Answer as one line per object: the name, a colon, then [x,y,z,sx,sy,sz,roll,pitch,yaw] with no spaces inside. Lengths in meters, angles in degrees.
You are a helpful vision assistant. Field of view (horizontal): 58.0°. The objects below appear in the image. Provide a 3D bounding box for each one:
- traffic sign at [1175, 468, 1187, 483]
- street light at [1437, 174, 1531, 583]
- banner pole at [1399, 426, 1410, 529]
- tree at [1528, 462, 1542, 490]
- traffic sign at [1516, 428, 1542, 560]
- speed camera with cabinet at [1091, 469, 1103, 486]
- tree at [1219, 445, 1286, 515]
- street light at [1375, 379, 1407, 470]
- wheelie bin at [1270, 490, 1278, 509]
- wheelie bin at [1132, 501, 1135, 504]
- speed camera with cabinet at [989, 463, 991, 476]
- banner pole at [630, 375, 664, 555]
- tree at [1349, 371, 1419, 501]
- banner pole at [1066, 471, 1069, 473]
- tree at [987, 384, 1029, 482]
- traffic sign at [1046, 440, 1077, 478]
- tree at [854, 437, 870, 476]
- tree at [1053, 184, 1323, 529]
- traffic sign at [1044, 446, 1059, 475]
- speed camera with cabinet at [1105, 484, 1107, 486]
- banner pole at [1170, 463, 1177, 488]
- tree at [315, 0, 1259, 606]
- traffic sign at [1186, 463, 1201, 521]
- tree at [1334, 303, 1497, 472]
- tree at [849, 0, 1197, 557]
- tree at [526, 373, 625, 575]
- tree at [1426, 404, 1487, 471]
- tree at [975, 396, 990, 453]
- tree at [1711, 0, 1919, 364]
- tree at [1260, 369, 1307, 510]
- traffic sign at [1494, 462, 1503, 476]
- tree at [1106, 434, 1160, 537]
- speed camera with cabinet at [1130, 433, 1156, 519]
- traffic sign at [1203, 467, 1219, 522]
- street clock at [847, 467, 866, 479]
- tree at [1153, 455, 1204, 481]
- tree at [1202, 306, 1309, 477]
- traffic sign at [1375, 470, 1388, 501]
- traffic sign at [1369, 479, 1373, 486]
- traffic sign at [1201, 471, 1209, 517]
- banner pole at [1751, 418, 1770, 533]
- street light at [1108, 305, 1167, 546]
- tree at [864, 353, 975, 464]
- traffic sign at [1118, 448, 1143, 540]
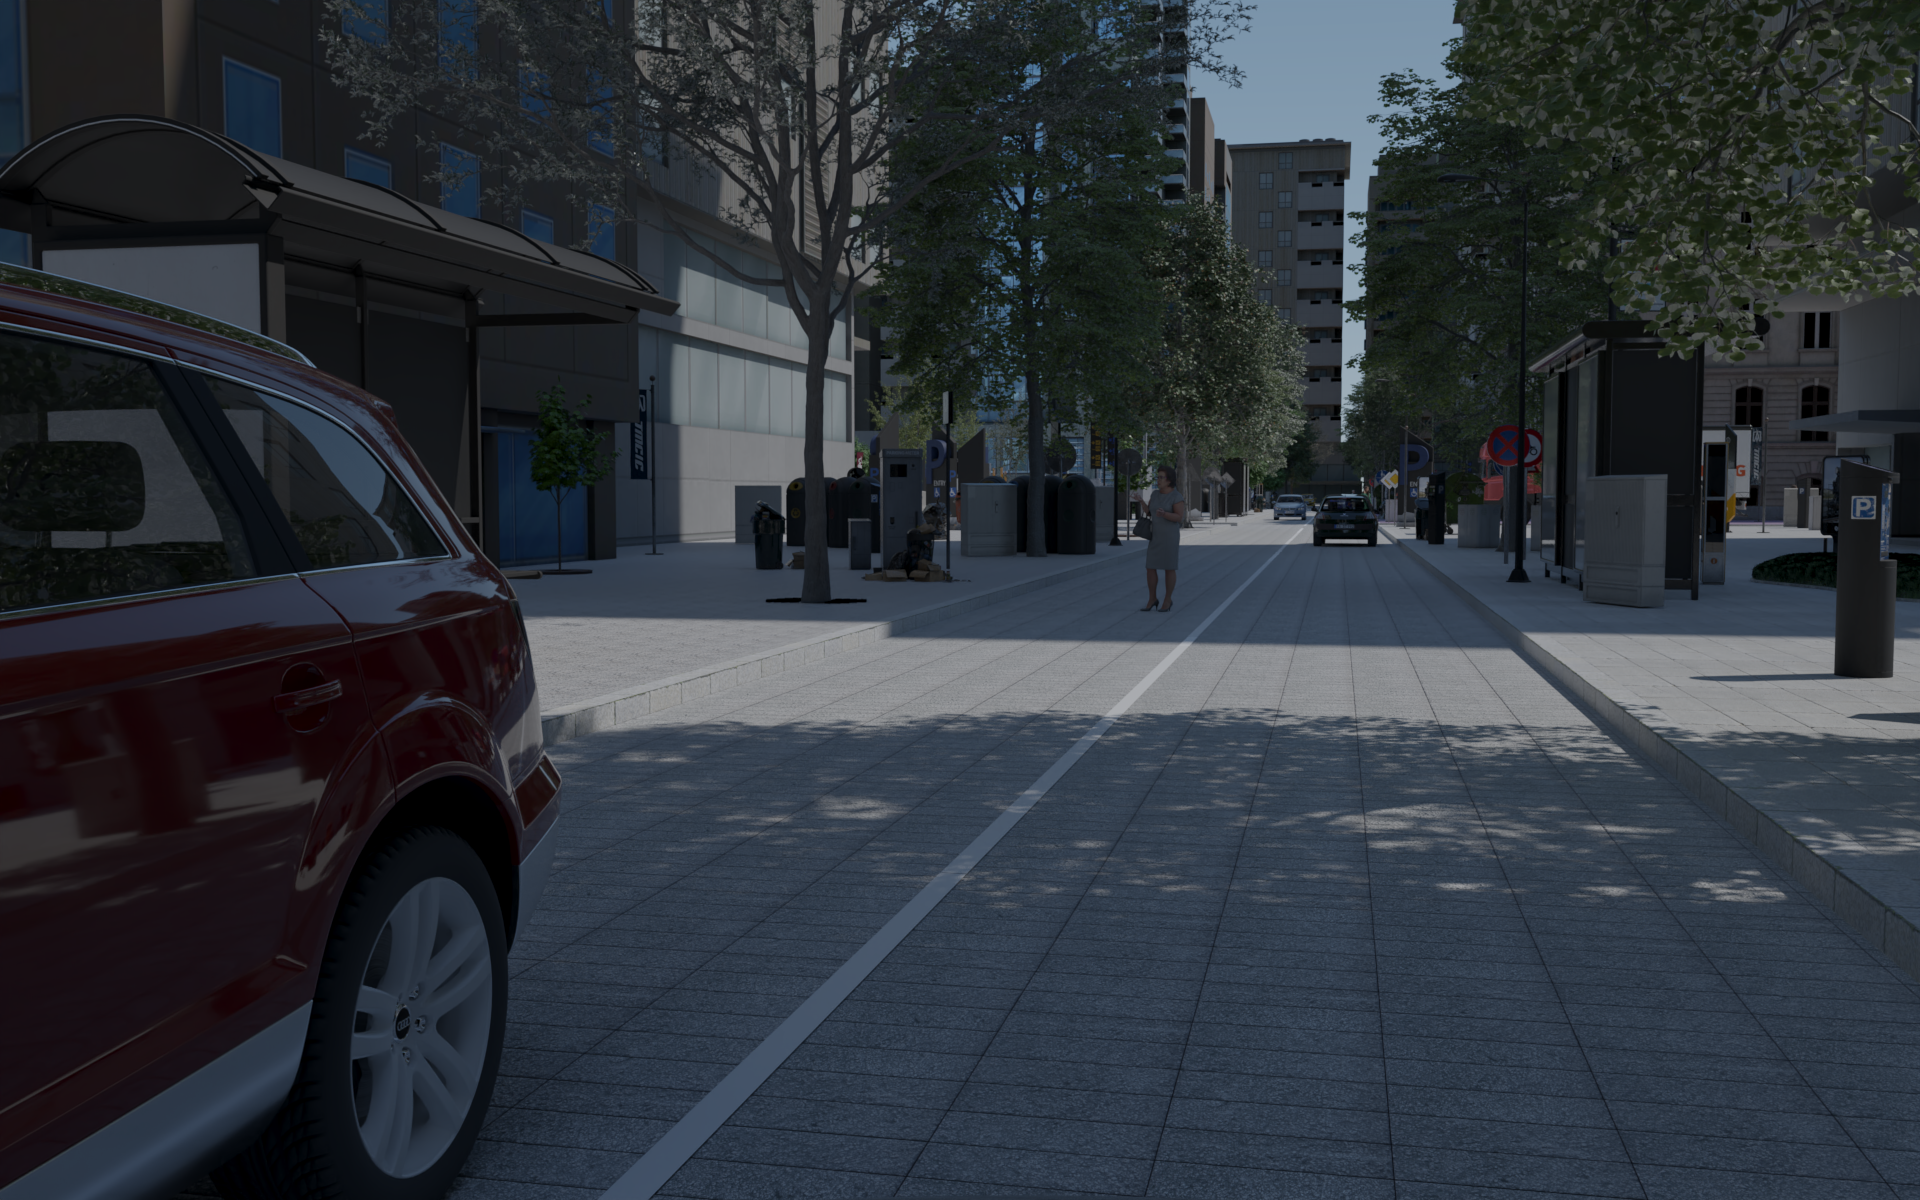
traffic sign: [10.006,-4.869,79.615,0.884,2.594,0.081,1,4,16]
street light: [7.610,-3.219,25.171,1.470,5.913,1.316,1,4,12]
banner pole: [16.439,-4.520,63.920,0.401,3.779,0.863,1,4,13]
tree: [23.091,-4.459,67.503,1.663,3.219,1.824,0,3,0]
traffic sign: [10.978,-2.052,33.649,0.768,2.556,0.104,1,4,15]
speed camera with cabinet: [8.175,-6.756,104.800,0.660,3.252,2.038,1,4,8]
tree: [17.439,-7.544,107.056,4.285,4.588,4.351,0,3,0]
street light: [17.458,-5.959,69.967,1.470,5.913,1.316,1,4,12]
wheelie bin: [26.887,-8.592,148.395,0.693,1.594,0.980,0,4,3]
wheelie bin: [15.432,-8.977,154.684,0.693,1.594,0.980,-2,4,-31]
speed camera with cabinet: [1.675,-7.134,110.976,0.660,3.252,2.038,0,4,-5]
banner pole: [-6.624,-2.838,36.417,0.401,3.779,0.863,3,5,39]
tree: [24.401,-9.102,99.179,4.360,8.622,3.978,0,3,0]
banner pole: [6.206,-6.720,99.885,0.401,3.779,0.863,0,4,-8]
tree: [3.598,-10.190,116.962,4.360,8.622,3.978,0,3,0]
traffic sign: [2.376,-2.494,40.889,0.768,2.556,0.104,1,4,21]
tree: [-5.900,-6.953,97.400,4.285,4.588,4.351,0,3,0]
tree: [8.260,-9.027,64.597,9.611,12.733,9.660,0,3,0]
traffic sign: [2.419,-2.788,45.690,0.768,2.556,0.104,1,4,18]
speed camera with cabinet: [11.947,-9.068,142.602,0.660,3.252,2.038,-1,4,-13]
banner pole: [10.013,-5.530,80.432,0.863,3.779,0.401,1,4,12]
tree: [-1.725,-6.719,20.221,12.009,13.543,11.850,0,3,0]
traffic sign: [9.566,-4.404,72.003,0.884,2.594,0.081,1,4,20]
tree: [22.289,-9.086,82.960,7.601,10.594,8.767,0,4,-4]
tree: [1.245,-7.137,34.824,7.486,12.596,7.792,0,3,0]
tree: [-6.474,-2.027,27.747,1.663,3.219,1.824,0,3,0]
tree: [33.076,-10.115,115.738,4.737,8.622,4.395,0,3,0]
tree: [0.368,-10.484,121.779,4.737,8.622,4.395,0,3,0]
tree: [5.232,-5.497,8.009,7.486,12.596,7.792,0,3,0]
tree: [24.823,-13.238,142.200,9.928,11.665,9.643,0,3,0]
traffic sign: [15.787,-3.052,50.013,0.768,2.556,0.104,1,4,13]
tree: [5.017,-3.498,51.798,1.663,3.219,1.824,0,3,0]
speed camera with cabinet: [6.031,-3.735,55.401,0.660,3.252,2.038,2,4,31]
traffic sign: [11.592,-4.890,80.050,0.768,2.556,0.104,1,4,19]
street clock: [-2.811,-2.597,47.026,0.471,2.002,0.358,-1,4,-22]
tree: [12.780,-7.269,102.560,4.285,4.588,4.351,0,3,0]
tree: [18.945,-12.919,117.885,9.857,13.997,8.962,0,3,0]
traffic sign: [22.575,-5.651,92.504,0.768,2.556,0.104,1,4,19]
traffic sign: [28.761,-7.342,120.145,0.768,2.556,0.104,1,4,21]
traffic sign: [13.693,-6.008,98.231,0.884,2.594,0.081,1,4,17]
banner pole: [26.381,-4.105,57.131,0.401,3.779,0.863,-1,4,-17]
street light: [4.394,-4.294,42.743,1.470,5.913,1.316,1,4,12]
tree: [-2.429,-8.402,87.729,4.737,8.622,4.395,0,3,0]
traffic sign: [4.679,-2.937,48.121,0.768,2.556,0.104,1,4,13]
